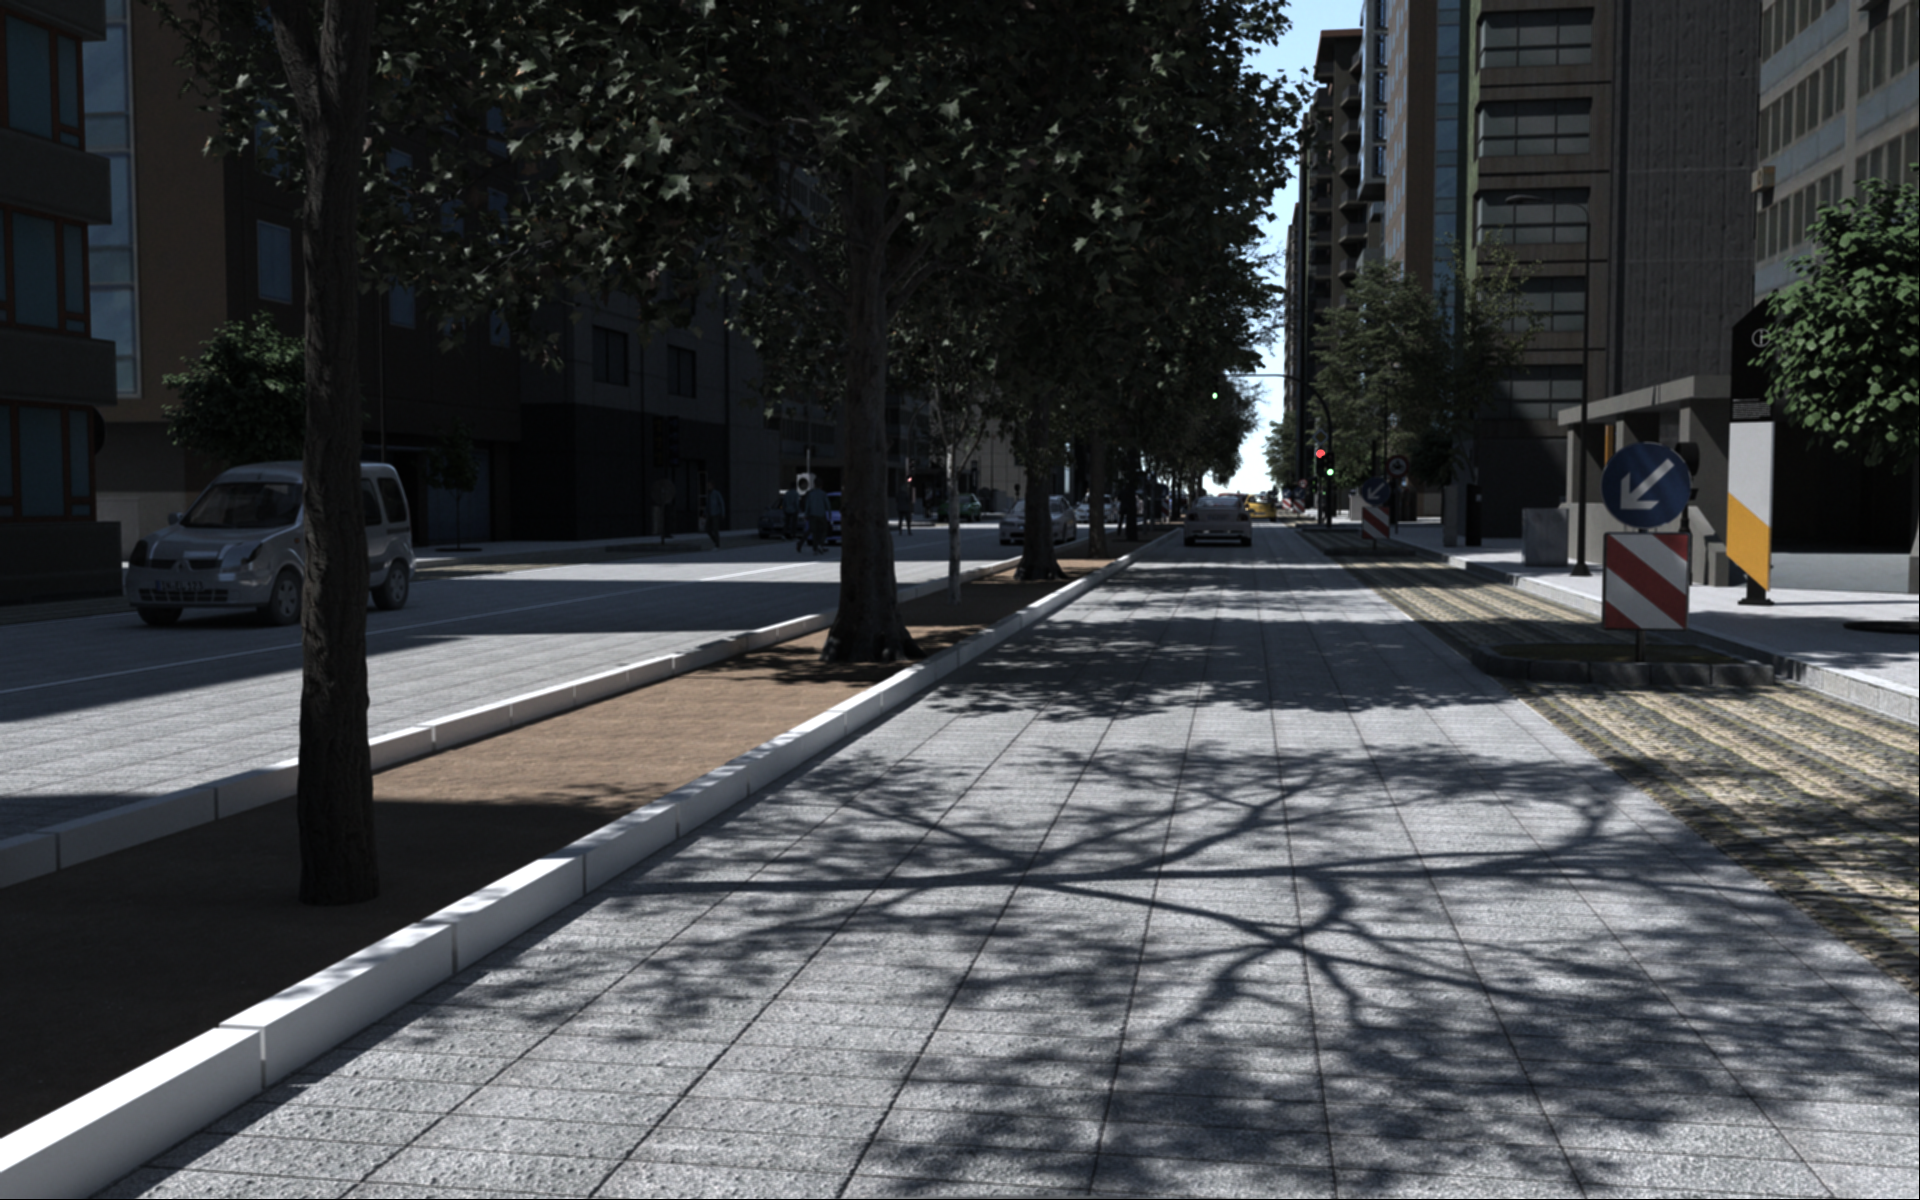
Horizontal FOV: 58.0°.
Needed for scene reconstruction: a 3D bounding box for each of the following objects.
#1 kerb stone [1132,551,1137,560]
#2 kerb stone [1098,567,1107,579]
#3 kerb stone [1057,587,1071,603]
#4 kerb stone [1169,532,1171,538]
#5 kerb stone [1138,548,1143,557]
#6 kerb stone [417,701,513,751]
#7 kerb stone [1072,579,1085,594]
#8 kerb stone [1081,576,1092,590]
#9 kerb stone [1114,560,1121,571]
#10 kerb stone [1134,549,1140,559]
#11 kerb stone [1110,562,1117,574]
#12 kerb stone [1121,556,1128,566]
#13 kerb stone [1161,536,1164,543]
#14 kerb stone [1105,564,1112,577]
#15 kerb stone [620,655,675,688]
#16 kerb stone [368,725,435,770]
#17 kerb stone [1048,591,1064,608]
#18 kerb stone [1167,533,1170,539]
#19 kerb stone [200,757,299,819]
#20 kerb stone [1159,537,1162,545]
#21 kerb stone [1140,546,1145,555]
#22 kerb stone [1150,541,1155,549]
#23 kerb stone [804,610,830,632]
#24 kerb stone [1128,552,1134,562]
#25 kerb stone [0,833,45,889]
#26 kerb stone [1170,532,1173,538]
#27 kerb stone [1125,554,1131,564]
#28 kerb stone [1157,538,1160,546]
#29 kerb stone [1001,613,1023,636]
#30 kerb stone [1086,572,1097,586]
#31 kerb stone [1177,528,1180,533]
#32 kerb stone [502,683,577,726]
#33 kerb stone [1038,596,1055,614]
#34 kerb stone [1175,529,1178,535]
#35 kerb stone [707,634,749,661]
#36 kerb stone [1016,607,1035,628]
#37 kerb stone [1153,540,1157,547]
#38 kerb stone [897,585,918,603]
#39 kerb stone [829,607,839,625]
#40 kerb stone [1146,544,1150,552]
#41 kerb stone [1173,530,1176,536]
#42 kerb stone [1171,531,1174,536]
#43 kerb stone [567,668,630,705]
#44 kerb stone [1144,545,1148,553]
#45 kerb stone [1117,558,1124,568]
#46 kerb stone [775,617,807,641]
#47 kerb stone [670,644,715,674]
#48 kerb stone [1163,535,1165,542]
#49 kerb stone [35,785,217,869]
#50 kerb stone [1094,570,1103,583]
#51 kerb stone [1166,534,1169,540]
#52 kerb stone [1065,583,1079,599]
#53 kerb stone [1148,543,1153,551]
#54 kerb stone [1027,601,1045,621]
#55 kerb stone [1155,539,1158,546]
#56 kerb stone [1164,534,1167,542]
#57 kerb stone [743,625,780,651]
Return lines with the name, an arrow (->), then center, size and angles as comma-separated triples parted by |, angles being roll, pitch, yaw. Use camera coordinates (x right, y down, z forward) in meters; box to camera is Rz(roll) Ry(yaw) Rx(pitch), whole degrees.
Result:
kerb stone -> 3.645, -0.910, 37.073 | 0.120, 0.150, 1.000 | 1, 4, 9
kerb stone -> 2.322, -0.414, 28.969 | 0.120, 0.150, 1.000 | 1, 4, 9
kerb stone -> 1.329, -0.042, 22.901 | 0.120, 0.150, 1.000 | 1, 4, 9
kerb stone -> 6.458, -1.961, 54.295 | 0.120, 0.150, 1.000 | 1, 4, 9
kerb stone -> 3.980, -1.034, 39.097 | 0.120, 0.150, 1.000 | 1, 4, 9
kerb stone -> -2.887, 0.740, 10.104 | 0.120, 0.150, 1.000 | 1, 4, 9
kerb stone -> 1.658, -0.167, 24.929 | 0.120, 0.150, 1.000 | 1, 4, 9
kerb stone -> 1.831, -0.229, 25.939 | 0.120, 0.150, 1.000 | 1, 4, 9
kerb stone -> 2.825, -0.600, 31.998 | 0.120, 0.150, 1.000 | 1, 4, 9
kerb stone -> 3.819, -0.964, 38.081 | 0.120, 0.150, 1.000 | 1, 4, 9
kerb stone -> 2.663, -0.532, 30.989 | 0.120, 0.150, 1.000 | 1, 4, 9
kerb stone -> 3.150, -0.724, 34.034 | 0.120, 0.150, 1.000 | 1, 4, 9
kerb stone -> 5.645, -1.653, 49.221 | 0.120, 0.150, 1.000 | 1, 4, 9
kerb stone -> 2.493, -0.475, 29.980 | 0.120, 0.150, 1.000 | 1, 4, 9
kerb stone -> -2.401, 0.554, 13.133 | 0.120, 0.150, 1.000 | 1, 4, 9
kerb stone -> -3.060, 0.811, 9.098 | 0.120, 0.150, 1.000 | 1, 4, 9
kerb stone -> 1.166, 0.019, 21.891 | 0.120, 0.150, 1.000 | 1, 4, 9
kerb stone -> 6.300, -1.901, 53.277 | 0.120, 0.150, 1.000 | 1, 4, 9
kerb stone -> -3.224, 0.864, 8.079 | 0.120, 0.150, 1.000 | 1, 4, 9
kerb stone -> 5.470, -1.590, 48.213 | 0.120, 0.150, 1.000 | 1, 4, 9
kerb stone -> 4.146, -1.095, 40.106 | 0.120, 0.150, 1.000 | 1, 4, 9
kerb stone -> 4.813, -1.343, 44.149 | 0.120, 0.150, 1.000 | 1, 4, 9
kerb stone -> -1.566, 0.245, 18.185 | 0.120, 0.150, 1.000 | 1, 4, 9
kerb stone -> 3.478, -0.848, 36.054 | 0.120, 0.150, 1.000 | 1, 4, 9
kerb stone -> -3.552, 0.988, 6.054 | 0.120, 0.150, 1.000 | 1, 4, 9
kerb stone -> 6.633, -2.025, 55.310 | 0.120, 0.150, 1.000 | 1, 4, 9
kerb stone -> 3.321, -0.784, 35.042 | 0.120, 0.150, 1.000 | 1, 4, 9
kerb stone -> 5.306, -1.528, 47.204 | 0.120, 0.150, 1.000 | 1, 4, 9
kerb stone -> 0.501, 0.267, 17.836 | 0.120, 0.150, 1.000 | 1, 4, 9
kerb stone -> 1.994, -0.291, 26.948 | 0.120, 0.150, 1.000 | 1, 4, 9
kerb stone -> 7.625, -2.392, 61.375 | 0.120, 0.150, 1.000 | 1, 4, 9
kerb stone -> -2.724, 0.678, 11.114 | 0.120, 0.150, 1.000 | 1, 4, 9
kerb stone -> 1.000, 0.083, 20.877 | 0.120, 0.150, 1.000 | 1, 4, 9
kerb stone -> 7.295, -2.266, 59.356 | 0.120, 0.150, 1.000 | 1, 4, 9
kerb stone -> -2.068, 0.431, 15.155 | 0.120, 0.150, 1.000 | 1, 4, 9
kerb stone -> 0.670, 0.209, 18.845 | 0.120, 0.150, 1.000 | 1, 4, 9
kerb stone -> 4.975, -1.405, 45.172 | 0.120, 0.150, 1.000 | 1, 4, 9
kerb stone -> -0.744, -0.059, 23.239 | 0.120, 0.150, 1.000 | 1, 4, 9
kerb stone -> -1.403, 0.184, 19.194 | 0.120, 0.150, 1.000 | 1, 4, 9
kerb stone -> 4.472, -1.219, 42.133 | 0.120, 0.150, 1.000 | 1, 4, 9
kerb stone -> 6.971, -2.149, 57.334 | 0.120, 0.150, 1.000 | 1, 4, 9
kerb stone -> 6.801, -2.087, 56.326 | 0.120, 0.150, 1.000 | 1, 4, 9
kerb stone -> -2.562, 0.617, 12.123 | 0.120, 0.150, 1.000 | 1, 4, 9
kerb stone -> 4.314, -1.157, 41.118 | 0.120, 0.150, 1.000 | 1, 4, 9
kerb stone -> 2.991, -0.660, 33.024 | 0.120, 0.150, 1.000 | 1, 4, 9
kerb stone -> -1.731, 0.307, 17.176 | 0.120, 0.150, 1.000 | 1, 4, 9
kerb stone -> -2.227, 0.498, 14.144 | 0.120, 0.150, 1.000 | 1, 4, 9
kerb stone -> 5.802, -1.715, 50.232 | 0.120, 0.150, 1.000 | 1, 4, 9
kerb stone -> -3.391, 0.926, 7.070 | 0.120, 0.150, 1.000 | 1, 4, 9
kerb stone -> 2.161, -0.352, 27.958 | 0.120, 0.150, 1.000 | 1, 4, 9
kerb stone -> 6.140, -1.835, 52.260 | 0.120, 0.150, 1.000 | 1, 4, 9
kerb stone -> 1.497, -0.104, 23.909 | 0.120, 0.150, 1.000 | 1, 4, 9
kerb stone -> 4.646, -1.278, 43.141 | 0.120, 0.150, 1.000 | 1, 4, 9
kerb stone -> 0.833, 0.145, 19.854 | 0.120, 0.150, 1.000 | 1, 4, 9
kerb stone -> 5.139, -1.460, 46.189 | 0.120, 0.150, 1.000 | 1, 4, 9
kerb stone -> 5.973, -1.777, 51.252 | 0.120, 0.150, 1.000 | 1, 4, 9
kerb stone -> -1.899, 0.369, 16.168 | 0.120, 0.150, 1.000 | 1, 4, 9
